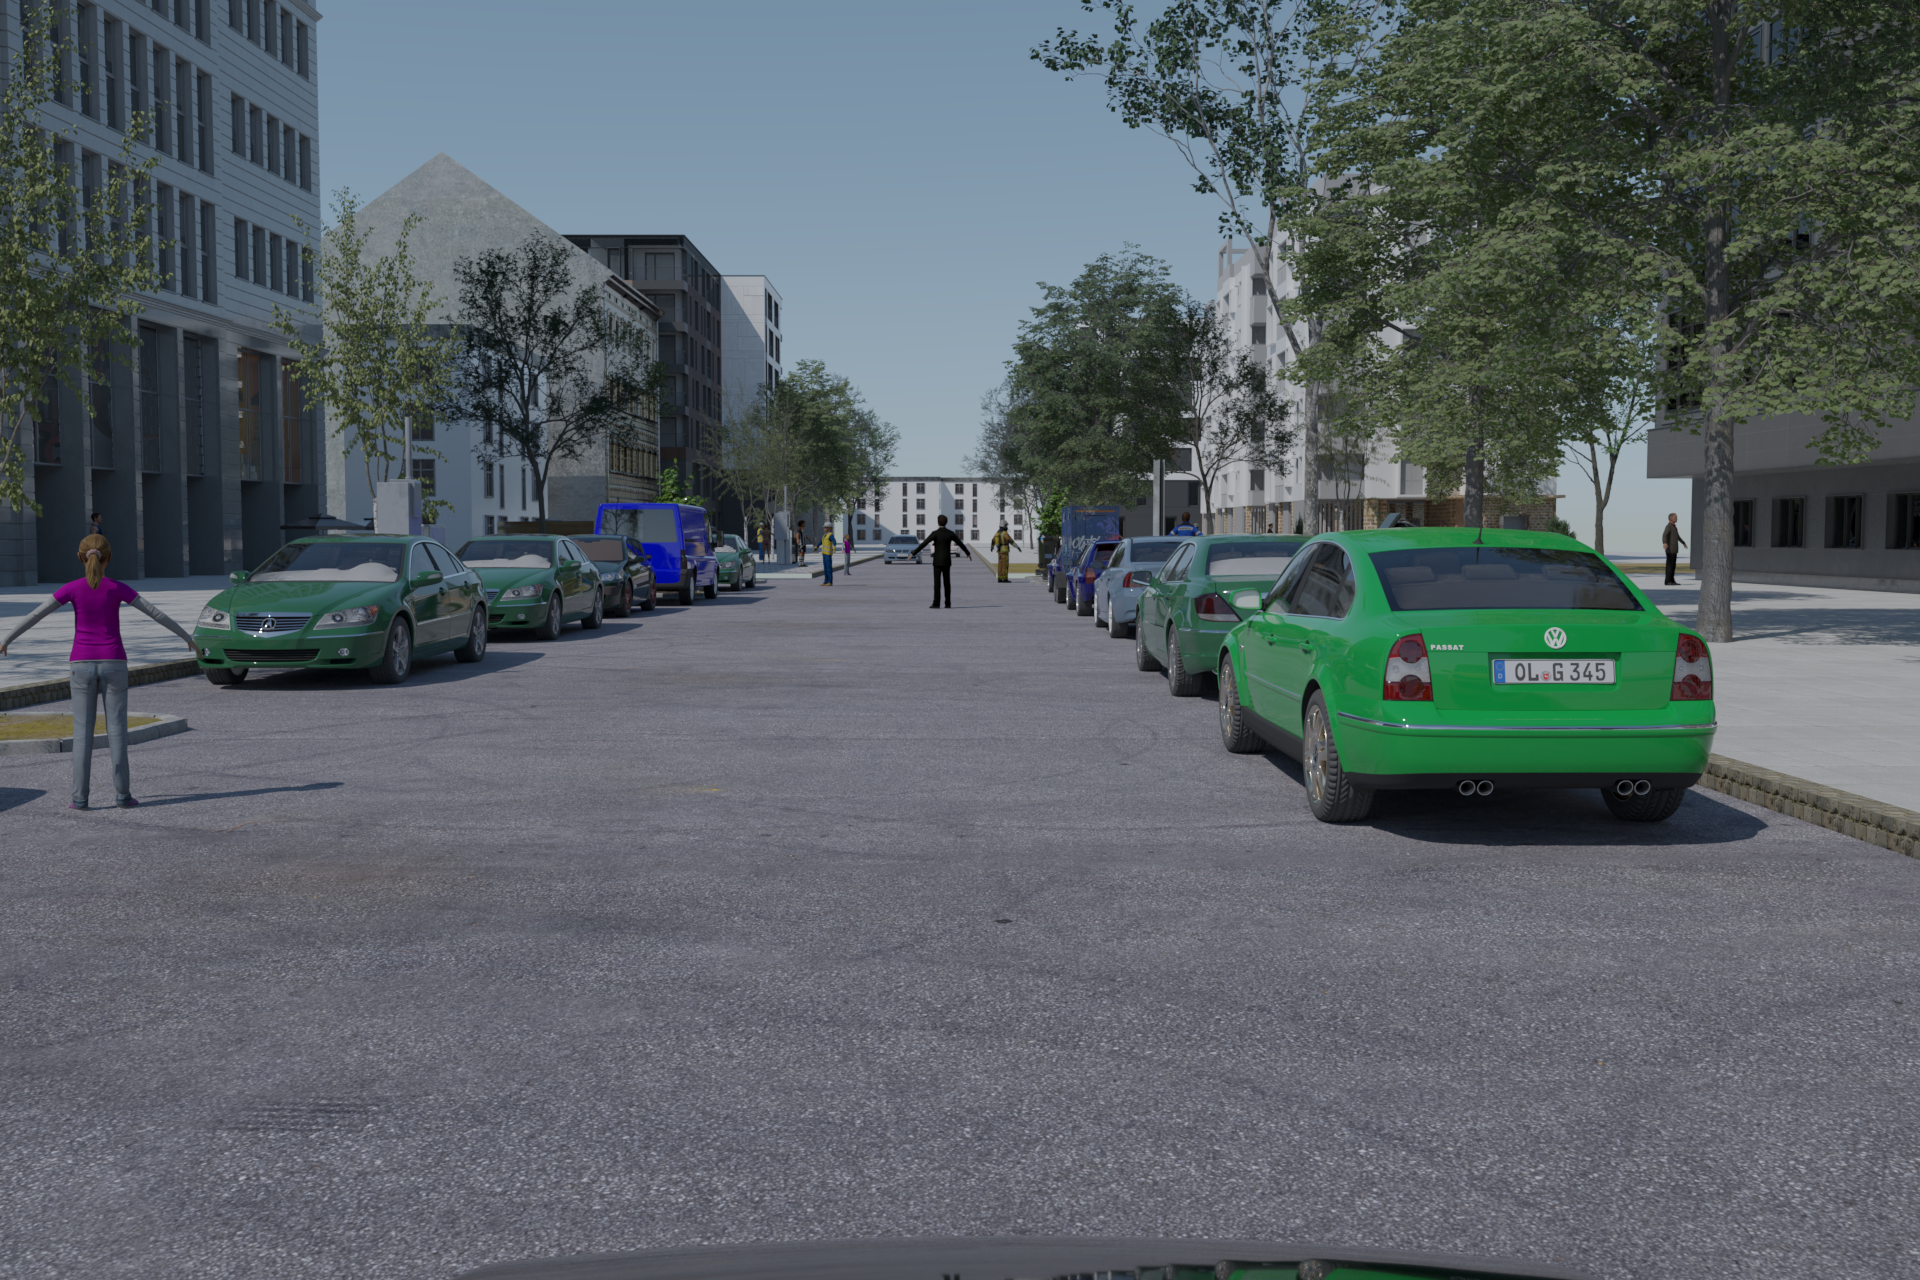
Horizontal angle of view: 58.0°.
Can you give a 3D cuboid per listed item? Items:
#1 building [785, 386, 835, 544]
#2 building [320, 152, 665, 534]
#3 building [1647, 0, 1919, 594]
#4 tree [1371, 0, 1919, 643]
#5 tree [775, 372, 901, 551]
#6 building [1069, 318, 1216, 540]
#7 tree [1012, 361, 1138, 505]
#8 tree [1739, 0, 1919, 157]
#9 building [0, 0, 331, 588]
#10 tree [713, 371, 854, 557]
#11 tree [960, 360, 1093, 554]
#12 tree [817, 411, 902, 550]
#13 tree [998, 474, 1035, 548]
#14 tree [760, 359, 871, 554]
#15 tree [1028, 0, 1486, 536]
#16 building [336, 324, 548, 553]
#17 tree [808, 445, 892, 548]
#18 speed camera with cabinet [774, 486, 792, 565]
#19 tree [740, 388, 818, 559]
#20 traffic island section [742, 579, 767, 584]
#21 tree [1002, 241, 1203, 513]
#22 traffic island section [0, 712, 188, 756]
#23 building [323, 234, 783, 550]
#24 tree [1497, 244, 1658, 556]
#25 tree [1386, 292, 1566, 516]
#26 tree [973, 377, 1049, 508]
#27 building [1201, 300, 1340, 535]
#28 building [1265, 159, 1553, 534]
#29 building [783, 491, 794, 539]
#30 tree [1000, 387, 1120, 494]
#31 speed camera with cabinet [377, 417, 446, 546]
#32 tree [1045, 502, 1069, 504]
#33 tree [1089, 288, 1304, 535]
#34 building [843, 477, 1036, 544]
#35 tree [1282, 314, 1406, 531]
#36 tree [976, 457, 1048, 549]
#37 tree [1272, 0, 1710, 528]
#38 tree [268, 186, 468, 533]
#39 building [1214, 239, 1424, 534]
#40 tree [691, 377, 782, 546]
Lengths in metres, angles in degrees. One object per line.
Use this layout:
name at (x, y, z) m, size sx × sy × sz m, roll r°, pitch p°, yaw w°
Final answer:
building at (-26.420, -24.253, 227.470) m, size 19.493 × 23.208 × 18.063 m, roll 0°, pitch 4°, yaw -1°
building at (-29.784, -17.015, 109.117) m, size 19.493 × 23.208 × 18.063 m, roll 0°, pitch 4°, yaw 0°
building at (25.744, -13.060, 32.603) m, size 14.314 × 24.678 × 30.058 m, roll 0°, pitch 4°, yaw 0°
tree at (8.906, -6.273, 20.692) m, size 7.486 × 12.596 × 7.792 m, roll 0°, pitch 3°, yaw 0°
tree at (-9.596, -13.422, 129.819) m, size 12.009 × 13.543 × 11.850 m, roll 0°, pitch 3°, yaw 0°
building at (25.137, -20.553, 180.015) m, size 27.936 × 21.610 × 32.646 m, roll 0°, pitch 4°, yaw 0°
tree at (6.368, -9.537, 90.343) m, size 7.601 × 10.594 × 8.767 m, roll -1°, pitch 4°, yaw -15°
tree at (8.476, -4.676, 10.864) m, size 7.601 × 10.594 × 8.767 m, roll -2°, pitch 4°, yaw -32°
building at (-28.328, -16.504, 47.334) m, size 11.434 × 29.767 × 29.804 m, roll 0°, pitch 3°, yaw 0°
tree at (-9.527, -10.064, 98.963) m, size 7.601 × 10.594 × 8.767 m, roll 3°, pitch 5°, yaw 42°
tree at (5.535, -12.439, 113.745) m, size 12.009 × 13.543 × 11.850 m, roll 0°, pitch 3°, yaw 0°
tree at (-8.943, -13.253, 142.446) m, size 9.928 × 11.665 × 9.643 m, roll 0°, pitch 3°, yaw 0°
tree at (6.072, -12.846, 160.399) m, size 4.360 × 8.622 × 3.978 m, roll 0°, pitch 3°, yaw 0°
tree at (-9.797, -11.906, 112.792) m, size 7.486 × 12.596 × 7.792 m, roll 0°, pitch 3°, yaw 0°
tree at (7.773, -11.586, 45.314) m, size 12.611 × 20.169 × 13.585 m, roll 0°, pitch 3°, yaw 0°
building at (-24.277, -8.636, 83.344) m, size 9.099 × 9.664 × 28.070 m, roll 0°, pitch 4°, yaw -1°
tree at (-9.969, -13.669, 157.898) m, size 8.767 × 10.594 × 7.601 m, roll -3°, pitch 4°, yaw -39°
speed camera with cabinet at (-7.365, -4.750, 72.003) m, size 0.660 × 3.252 × 2.038 m, roll 0°, pitch 4°, yaw -1°
tree at (-9.578, -8.362, 87.084) m, size 4.360 × 8.622 × 3.978 m, roll 0°, pitch 3°, yaw 0°
traffic island section at (-6.681, -1.690, 50.496) m, size 1.991 × 0.108 × 1.994 m, roll 0°, pitch 4°, yaw 0°
tree at (6.150, -10.416, 76.954) m, size 9.857 × 13.997 × 8.962 m, roll 0°, pitch 3°, yaw 0°
traffic island section at (-6.628, 0.655, 12.150) m, size 1.991 × 0.108 × 1.994 m, roll 0°, pitch 4°, yaw 0°
building at (-29.320, -17.778, 134.643) m, size 27.936 × 21.610 × 32.646 m, roll 0°, pitch 3°, yaw 0°
tree at (22.152, -8.174, 59.406) m, size 9.928 × 11.665 × 9.643 m, roll 0°, pitch 3°, yaw 0°
tree at (21.622, -9.516, 73.714) m, size 7.486 × 12.596 × 7.792 m, roll 0°, pitch 3°, yaw 0°
tree at (6.175, -13.394, 129.358) m, size 12.009 × 13.543 × 11.850 m, roll 0°, pitch 3°, yaw 0°
building at (24.820, -17.374, 140.487) m, size 16.016 × 20.090 × 11.380 m, roll 0°, pitch 4°, yaw 0°
building at (21.667, -14.455, 92.756) m, size 16.016 × 20.090 × 11.380 m, roll 0°, pitch 4°, yaw 0°
building at (-30.051, -23.071, 208.146) m, size 19.493 × 23.208 × 18.063 m, roll 0°, pitch 4°, yaw 0°
tree at (5.953, -10.189, 100.998) m, size 8.767 × 10.594 × 7.601 m, roll 2°, pitch 4°, yaw 27°
speed camera with cabinet at (-9.519, -2.187, 30.090) m, size 0.660 × 3.252 × 2.038 m, roll 0°, pitch 4°, yaw 0°
tree at (15.823, -20.388, 251.471) m, size 7.486 × 12.596 × 7.792 m, roll 0°, pitch 3°, yaw 0°
tree at (9.395, -8.015, 65.458) m, size 8.767 × 10.594 × 7.601 m, roll -2°, pitch 4°, yaw -32°
building at (-2.785, -18.825, 252.398) m, size 28.070 × 9.664 × 9.099 m, roll 0°, pitch 4°, yaw 2°
tree at (12.710, -6.538, 57.256) m, size 4.360 × 8.622 × 3.978 m, roll 0°, pitch 3°, yaw 0°
tree at (5.819, -12.829, 144.168) m, size 8.767 × 10.594 × 7.601 m, roll -3°, pitch 4°, yaw -36°
tree at (9.286, -6.902, 30.973) m, size 7.486 × 12.596 × 7.792 m, roll 0°, pitch 3°, yaw 0°
tree at (-12.448, -5.291, 36.873) m, size 4.737 × 8.622 × 4.395 m, roll 0°, pitch 3°, yaw 0°
building at (21.741, -15.638, 112.105) m, size 16.016 × 20.090 × 11.380 m, roll 0°, pitch 4°, yaw 0°
tree at (-9.827, -7.978, 80.808) m, size 4.360 × 8.622 × 3.978 m, roll 0°, pitch 3°, yaw 0°
